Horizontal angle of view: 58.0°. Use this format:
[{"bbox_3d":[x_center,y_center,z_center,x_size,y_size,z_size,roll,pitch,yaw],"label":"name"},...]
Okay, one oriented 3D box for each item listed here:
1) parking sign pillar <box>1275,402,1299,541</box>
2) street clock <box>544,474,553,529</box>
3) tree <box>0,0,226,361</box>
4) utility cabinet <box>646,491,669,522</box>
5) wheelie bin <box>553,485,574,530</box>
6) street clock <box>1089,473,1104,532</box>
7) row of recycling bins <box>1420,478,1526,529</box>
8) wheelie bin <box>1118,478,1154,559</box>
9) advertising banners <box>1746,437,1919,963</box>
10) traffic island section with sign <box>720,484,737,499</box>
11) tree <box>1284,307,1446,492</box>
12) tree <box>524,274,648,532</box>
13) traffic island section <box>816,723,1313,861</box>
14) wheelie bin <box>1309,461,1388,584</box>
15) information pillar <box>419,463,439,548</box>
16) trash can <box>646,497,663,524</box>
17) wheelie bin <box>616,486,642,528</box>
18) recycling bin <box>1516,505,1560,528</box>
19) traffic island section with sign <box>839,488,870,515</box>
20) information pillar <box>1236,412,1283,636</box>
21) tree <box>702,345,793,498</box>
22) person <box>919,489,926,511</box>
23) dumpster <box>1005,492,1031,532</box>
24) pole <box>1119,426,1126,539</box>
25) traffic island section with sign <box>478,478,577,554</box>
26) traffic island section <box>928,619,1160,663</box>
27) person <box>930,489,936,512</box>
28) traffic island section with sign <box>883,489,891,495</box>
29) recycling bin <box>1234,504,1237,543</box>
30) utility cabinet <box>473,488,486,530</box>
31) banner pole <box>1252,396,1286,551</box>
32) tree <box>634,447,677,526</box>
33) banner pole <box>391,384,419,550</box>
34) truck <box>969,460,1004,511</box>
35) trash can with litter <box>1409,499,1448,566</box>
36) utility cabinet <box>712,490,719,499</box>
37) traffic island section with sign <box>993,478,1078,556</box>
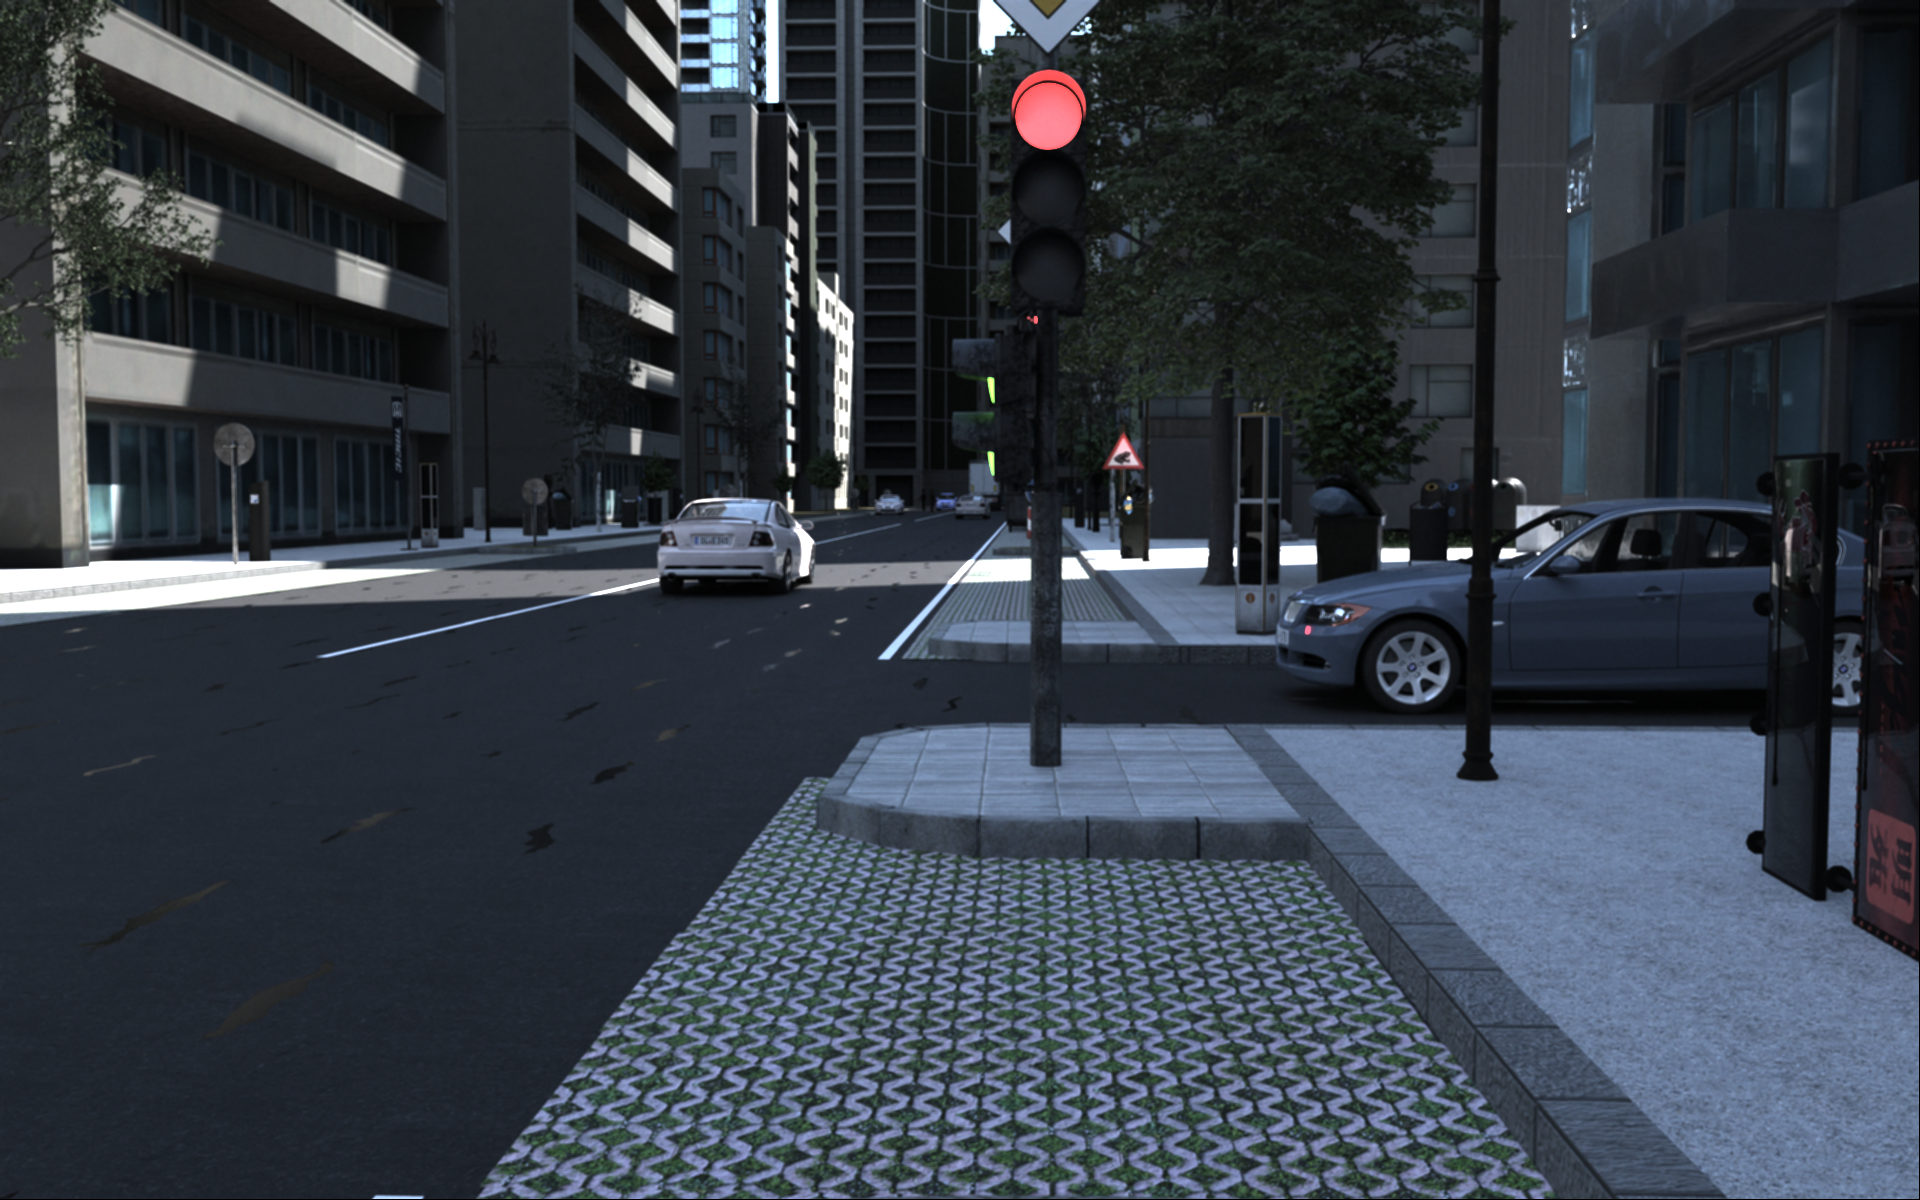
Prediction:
[{"bbox_3d":[8.587,-3.612,47.535,1.447,3.967,1.447,3,5,44],"label":"parking sign pillar"},{"bbox_3d":[-15.139,-3.619,63.736,0.358,2.002,0.471,0,4,-1],"label":"street clock"},{"bbox_3d":[-14.479,-5.507,24.455,8.767,10.594,7.601,1,4,16],"label":"tree"},{"bbox_3d":[-13.628,-4.243,78.050,0.318,1.500,1.173,2,4,31],"label":"utility cabinet"},{"bbox_3d":[-14.231,-3.316,62.128,0.693,1.594,0.980,0,4,-7],"label":"wheelie bin"},{"bbox_3d":[4.600,-3.301,58.549,0.471,2.002,0.358,-2,4,-25],"label":"street clock"},{"bbox_3d":[13.453,-2.346,45.472,1.069,1.692,3.534,-2,4,-27],"label":"row of recycling bins"},{"bbox_3d":[3.513,-1.631,34.579,0.693,1.594,0.980,1,4,9],"label":"wheelie bin"},{"bbox_3d":[2.667,-0.531,4.870,0.090,3.025,2.074,0,4,5],"label":"advertising banners"},{"bbox_3d":[-9.233,-3.686,68.888,1.989,1.847,2.006,0,4,2],"label":"traffic island section with sign"},{"bbox_3d":[4.222,-1.433,18.037,1.663,3.219,1.824,0,3,0],"label":"tree"},{"bbox_3d":[-12.293,-6.596,58.207,4.360,8.622,3.978,0,3,0],"label":"tree"},{"bbox_3d":[0.428,0.861,8.206,2.009,0.180,2.903,0,4,2],"label":"traffic island section"},{"bbox_3d":[3.709,-0.530,16.571,0.693,1.594,0.980,1,4,18],"label":"wheelie bin"},{"bbox_3d":[-12.675,-2.255,41.355,0.304,2.012,0.304,1,4,12],"label":"information pillar"},{"bbox_3d":[-13.212,-3.872,74.954,0.748,1.137,0.748,0,3,0],"label":"trash can"},{"bbox_3d":[-12.540,-3.536,65.718,0.980,1.594,0.693,0,4,-5],"label":"wheelie bin"},{"bbox_3d":[12.823,-1.578,38.347,0.722,1.027,0.722,-2,4,-29],"label":"recycling bin"},{"bbox_3d":[-7.173,-6.712,118.363,1.989,1.847,2.006,0,4,2],"label":"traffic island section with sign"},{"bbox_3d":[2.729,-0.693,15.818,0.304,2.012,0.304,3,4,38],"label":"information pillar"},{"bbox_3d":[-10.705,-8.323,86.449,4.360,8.622,3.978,0,3,0],"label":"tree"},{"bbox_3d":[-3.094,-8.366,144.917,0.705,1.869,1.348,2,4,24],"label":"person"},{"bbox_3d":[2.599,-3.462,64.824,1.865,1.857,1.264,0,4,3],"label":"dumpster"},{"bbox_3d":[4.692,-3.431,49.932,0.158,3.312,0.155,0,3,0],"label":"pole"},{"bbox_3d":[-10.353,-2.026,41.750,1.989,1.847,2.006,0,4,2],"label":"traffic island section with sign"},{"bbox_3d":[0.758,0.373,16.184,2.009,0.180,2.903,0,4,2],"label":"traffic island section"},{"bbox_3d":[-2.193,-7.948,138.476,0.705,1.821,1.348,1,4,13],"label":"person"},{"bbox_3d":[-6.062,-8.363,145.368,1.989,1.847,2.006,0,4,2],"label":"traffic island section with sign"},{"bbox_3d":[7.394,-2.005,45.344,0.722,1.027,0.722,-3,5,-40],"label":"recycling bin"},{"bbox_3d":[-17.067,-3.243,61.705,0.318,1.500,1.173,0,4,-5],"label":"utility cabinet"},{"bbox_3d":[6.956,-3.002,39.093,0.863,3.779,0.401,2,4,24],"label":"banner pole"},{"bbox_3d":[-12.552,-4.659,70.771,1.663,3.219,1.824,0,3,0],"label":"tree"},{"bbox_3d":[-12.653,-3.014,39.295,0.401,3.779,0.863,1,4,13],"label":"banner pole"},{"bbox_3d":[2.264,-9.815,149.389,2.839,4.237,11.283,0,4,3],"label":"truck"},{"bbox_3d":[6.972,-0.806,24.238,2.233,1.210,1.678,0,4,8],"label":"trash can with litter"},{"bbox_3d":[-12.337,-4.812,87.352,0.318,1.500,1.173,-1,4,-11],"label":"utility cabinet"},{"bbox_3d":[1.772,-1.965,40.762,1.989,1.847,2.006,0,4,2],"label":"traffic island section with sign"}]
